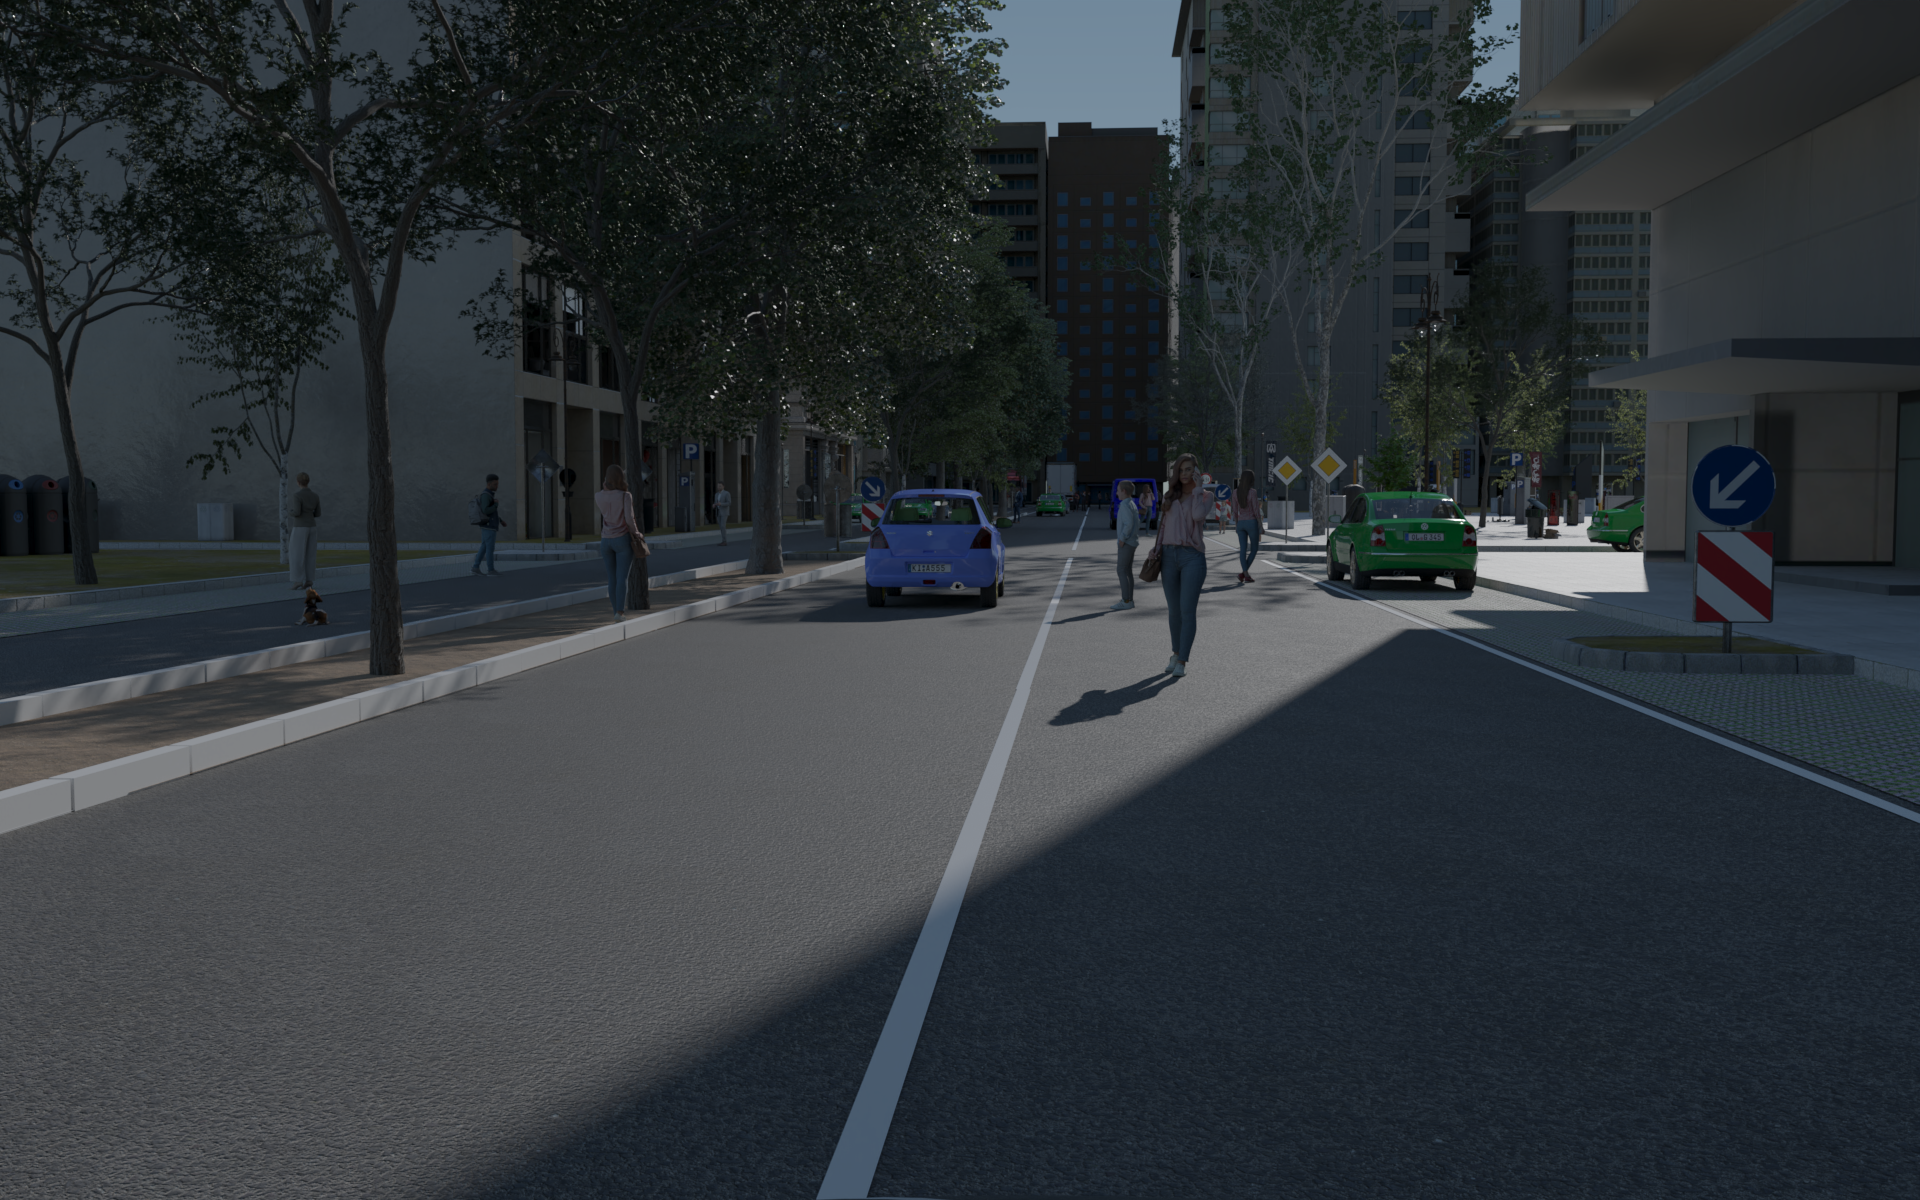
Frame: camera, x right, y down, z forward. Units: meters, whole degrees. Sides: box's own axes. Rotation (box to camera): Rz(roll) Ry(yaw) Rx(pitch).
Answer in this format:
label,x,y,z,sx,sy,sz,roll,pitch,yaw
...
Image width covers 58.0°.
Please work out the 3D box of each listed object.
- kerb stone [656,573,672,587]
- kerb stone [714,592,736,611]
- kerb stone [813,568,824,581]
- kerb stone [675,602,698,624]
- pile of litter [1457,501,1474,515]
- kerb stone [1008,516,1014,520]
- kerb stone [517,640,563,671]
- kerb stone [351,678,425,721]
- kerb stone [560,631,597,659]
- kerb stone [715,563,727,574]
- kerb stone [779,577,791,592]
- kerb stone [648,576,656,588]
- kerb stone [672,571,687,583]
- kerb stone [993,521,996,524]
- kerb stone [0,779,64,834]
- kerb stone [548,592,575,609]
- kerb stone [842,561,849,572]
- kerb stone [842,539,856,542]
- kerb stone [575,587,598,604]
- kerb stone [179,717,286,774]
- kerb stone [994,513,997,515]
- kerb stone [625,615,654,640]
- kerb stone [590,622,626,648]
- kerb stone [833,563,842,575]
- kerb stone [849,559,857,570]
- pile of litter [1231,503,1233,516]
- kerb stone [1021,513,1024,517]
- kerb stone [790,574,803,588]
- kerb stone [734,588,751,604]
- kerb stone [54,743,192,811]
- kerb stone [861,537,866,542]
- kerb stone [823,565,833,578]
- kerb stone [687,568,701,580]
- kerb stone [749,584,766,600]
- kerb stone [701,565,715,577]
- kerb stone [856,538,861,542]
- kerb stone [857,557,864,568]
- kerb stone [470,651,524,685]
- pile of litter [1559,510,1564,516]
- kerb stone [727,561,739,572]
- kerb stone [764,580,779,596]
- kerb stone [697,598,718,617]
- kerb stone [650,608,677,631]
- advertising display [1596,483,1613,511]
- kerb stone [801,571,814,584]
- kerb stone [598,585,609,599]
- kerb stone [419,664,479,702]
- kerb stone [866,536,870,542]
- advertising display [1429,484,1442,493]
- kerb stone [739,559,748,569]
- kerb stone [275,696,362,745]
label,x,y,z,sx,sy,sz,roll,pitch,yaw
kerb stone,-4.697,-0.288,26.906,0.120,0.150,1.000,0,4,4
kerb stone,-2.991,0.039,21.604,0.120,0.150,1.000,0,4,4
kerb stone,-2.440,-0.401,28.758,0.120,0.150,1.000,0,4,4
kerb stone,-3.156,0.161,19.557,0.120,0.150,1.000,0,4,4
pile of litter,30.708,-5.601,105.541,1.719,0.858,1.176,-2,4,-31
kerb stone,2.968,-4.682,98.852,0.120,0.150,1.000,0,4,4
kerb stone,-3.551,0.474,14.451,0.120,0.150,1.000,0,4,4
kerb stone,-3.788,0.661,11.388,0.120,0.150,1.000,0,4,4
kerb stone,-3.473,0.416,15.474,0.120,0.150,1.000,0,4,4
kerb stone,-4.380,-0.536,31.003,0.120,0.150,1.000,0,4,4
kerb stone,-2.687,-0.208,25.689,0.120,0.150,1.000,0,4,4
kerb stone,-4.772,-0.226,25.886,0.120,0.150,1.000,0,4,4
kerb stone,-4.616,-0.349,27.932,0.120,0.150,1.000,0,4,4
kerb stone,1.780,-3.744,83.503,0.120,0.150,1.000,0,4,4
kerb stone,-4.100,0.913,7.302,0.120,0.150,1.000,0,4,4
kerb stone,-5.087,0.025,21.786,0.120,0.150,1.000,0,4,4
kerb stone,-2.209,-0.581,31.821,0.120,0.150,1.000,0,4,4
kerb stone,-3.073,-1.571,47.884,0.120,0.150,1.000,0,4,4
kerb stone,-5.007,-0.038,22.809,0.120,0.150,1.000,0,4,4
kerb stone,-3.944,0.787,9.350,0.120,0.150,1.000,0,4,4
kerb stone,2.462,-5.947,119.431,0.120,0.150,1.000,0,4,4
kerb stone,-3.308,0.286,17.518,0.120,0.150,1.000,0,4,4
kerb stone,-3.397,0.349,16.493,0.120,0.150,1.000,0,4,4
kerb stone,-2.285,-0.526,30.801,0.120,0.150,1.000,0,4,4
kerb stone,-2.128,-0.651,32.845,0.120,0.150,1.000,0,4,4
pile of litter,16.252,-5.453,103.127,1.719,0.858,1.176,-3,5,-41
kerb stone,3.831,-5.374,110.086,0.120,0.150,1.000,0,4,4
kerb stone,-2.606,-0.274,26.718,0.120,0.150,1.000,0,4,4
kerb stone,-2.923,-0.026,22.623,0.120,0.150,1.000,0,4,4
kerb stone,-4.019,0.849,8.320,0.120,0.150,1.000,0,4,4
kerb stone,-2.914,-1.692,49.929,0.120,0.150,1.000,0,4,4
kerb stone,-2.365,-0.464,29.781,0.120,0.150,1.000,0,4,4
kerb stone,-4.538,-0.413,28.959,0.120,0.150,1.000,0,4,4
kerb stone,-2.844,-0.088,23.642,0.120,0.150,1.000,0,4,4
kerb stone,-4.460,-0.476,29.978,0.120,0.150,1.000,0,4,4
kerb stone,-2.994,-1.632,48.904,0.120,0.150,1.000,0,4,4
kerb stone,-2.051,-0.706,33.870,0.120,0.150,1.000,0,4,4
kerb stone,-3.624,0.536,13.432,0.120,0.150,1.000,0,4,4
pile of litter,35.668,-5.391,102.113,1.719,0.858,1.176,0,4,7
kerb stone,-4.298,-0.601,32.021,0.120,0.150,1.000,0,4,4
kerb stone,-2.762,-0.150,24.670,0.120,0.150,1.000,0,4,4
kerb stone,-3.079,0.106,20.576,0.120,0.150,1.000,0,4,4
kerb stone,-3.237,0.224,18.538,0.120,0.150,1.000,0,4,4
advertising display,36.996,-5.766,99.483,0.123,1.923,0.974,-3,5,-41
kerb stone,-2.524,-0.339,27.739,0.120,0.150,1.000,0,4,4
kerb stone,-4.935,-0.100,23.832,0.120,0.150,1.000,0,4,4
kerb stone,-3.706,0.601,12.410,0.120,0.150,1.000,0,4,4
kerb stone,-2.835,-1.759,50.956,0.120,0.150,1.000,0,4,4
advertising display,30.131,-6.399,109.843,0.974,1.923,0.123,-1,4,-22
kerb stone,-4.218,-0.662,33.050,0.120,0.150,1.000,0,4,4
kerb stone,-3.866,0.724,10.369,0.120,0.150,1.000,0,4,4
